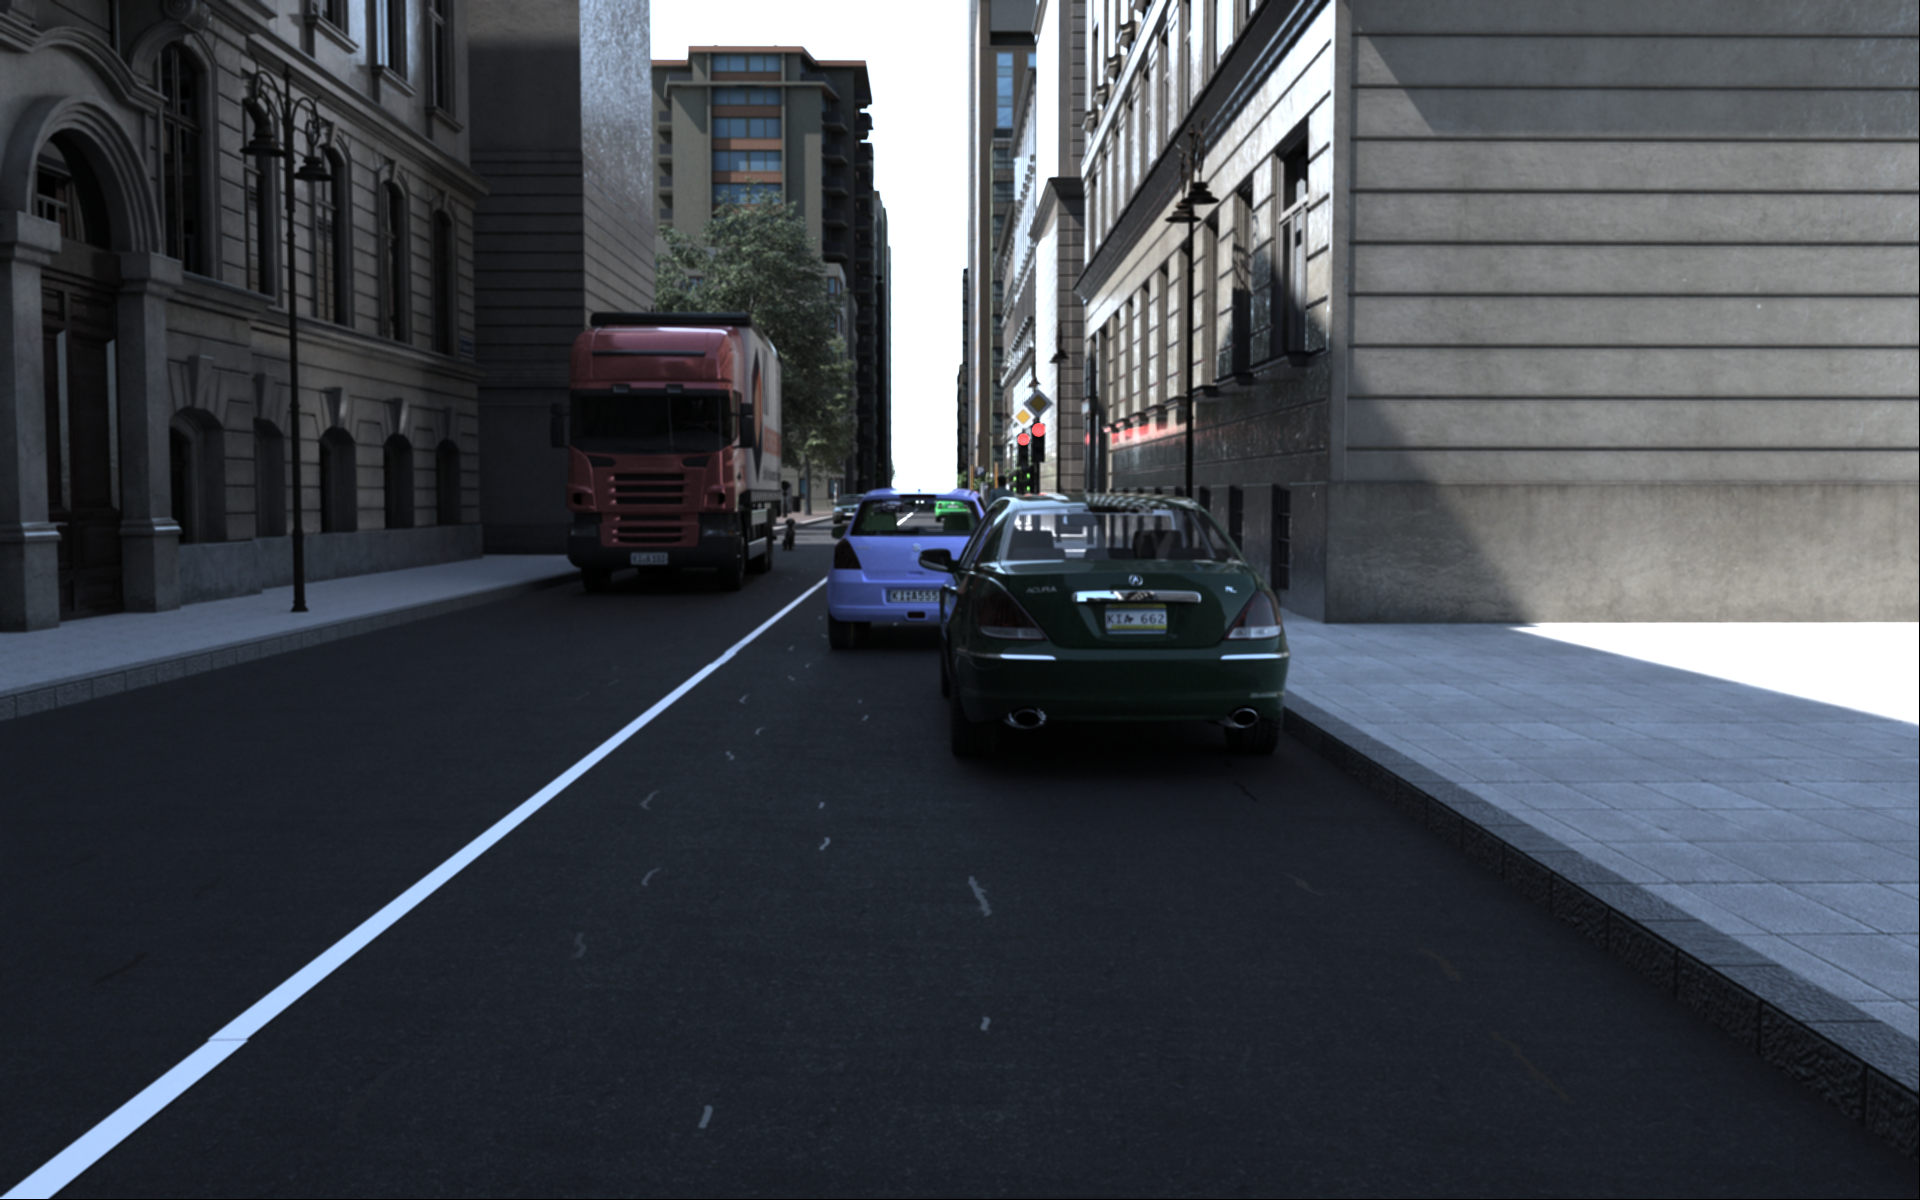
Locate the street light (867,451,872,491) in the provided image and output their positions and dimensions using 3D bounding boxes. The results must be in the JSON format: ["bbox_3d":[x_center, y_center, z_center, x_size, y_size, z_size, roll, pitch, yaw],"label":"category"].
[{"bbox_3d":[-9.300,-12.586,178.560,0.468,5.910,1.993,0,4,-1],"label":"street light"}]

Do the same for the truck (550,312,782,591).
[{"bbox_3d":[-4.548,-2.454,29.041,2.839,4.237,11.283,0,4,-2],"label":"truck"}]

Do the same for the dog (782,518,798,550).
[{"bbox_3d":[-4.302,-1.688,44.435,0.513,0.831,0.800,2,4,24],"label":"dog"}]

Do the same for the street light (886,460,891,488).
[{"bbox_3d":[-10.065,-16.206,237.761,0.468,5.910,1.993,0,4,-1],"label":"street light"}]

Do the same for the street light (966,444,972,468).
[{"bbox_3d":[1.019,-11.277,157.174,0.468,5.910,1.993,0,4,-1],"label":"street light"}]

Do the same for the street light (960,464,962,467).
[{"bbox_3d":[0.373,-14.236,205.545,0.468,5.910,1.993,0,4,-1],"label":"street light"}]

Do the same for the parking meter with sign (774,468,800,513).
[{"bbox_3d":[-11.512,-7.261,114.977,1.738,3.016,0.543,0,4,-4],"label":"parking meter with sign"}]

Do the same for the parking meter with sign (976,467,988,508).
[{"bbox_3d":[1.539,-6.919,109.394,0.543,3.016,1.738,-1,4,-17],"label":"parking meter with sign"}]

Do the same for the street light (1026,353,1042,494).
[{"bbox_3d":[2.417,-5.136,56.767,0.468,5.910,1.993,0,4,-1],"label":"street light"}]

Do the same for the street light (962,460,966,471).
[{"bbox_3d":[0.729,-12.763,181.461,0.468,5.910,1.993,0,4,-1],"label":"street light"}]

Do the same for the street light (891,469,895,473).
[{"bbox_3d":[-10.391,-17.660,261.534,0.468,5.910,1.993,0,4,-1],"label":"street light"}]

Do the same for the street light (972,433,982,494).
[{"bbox_3d":[1.396,-9.811,133.193,0.468,5.910,1.993,0,4,-1],"label":"street light"}]

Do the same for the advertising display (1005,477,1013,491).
[{"bbox_3d":[1.811,-3.621,64.416,0.123,1.923,0.974,-1,4,-8],"label":"advertising display"}]

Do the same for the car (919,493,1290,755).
[{"bbox_3d":[0.807,0.051,10.964,2.131,1.459,4.920,0,4,-2],"label":"car"}]

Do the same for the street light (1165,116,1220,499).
[{"bbox_3d":[2.886,-2.993,21.719,0.468,5.910,1.993,0,4,-1],"label":"street light"}]

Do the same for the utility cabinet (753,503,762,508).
[{"bbox_3d":[-8.316,-3.612,67.728,1.173,1.500,0.318,-1,4,-9],"label":"utility cabinet"}]

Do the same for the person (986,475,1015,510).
[{"bbox_3d":[0.853,-1.670,35.821,0.660,1.820,0.620,-1,4,-22],"label":"person"}]

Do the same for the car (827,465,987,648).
[{"bbox_3d":[-0.358,-0.477,17.387,1.945,1.707,3.694,0,4,1],"label":"car"}]

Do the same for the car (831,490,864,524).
[{"bbox_3d":[-5.186,-4.522,83.717,2.009,1.686,4.222,0,4,0],"label":"car"}]

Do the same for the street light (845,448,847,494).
[{"bbox_3d":[-8.623,-9.668,130.851,0.468,5.910,1.993,0,4,-1],"label":"street light"}]

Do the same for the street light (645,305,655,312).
[{"bbox_3d":[-7.515,-4.264,42.506,0.468,5.910,1.993,0,4,-1],"label":"street light"}]

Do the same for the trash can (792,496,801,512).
[{"bbox_3d":[-11.559,-6.770,122.346,0.748,1.137,0.748,0,3,0],"label":"trash can"}]

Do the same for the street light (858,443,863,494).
[{"bbox_3d":[-8.921,-11.122,154.624,0.468,5.910,1.993,0,4,-1],"label":"street light"}]

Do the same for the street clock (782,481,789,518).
[{"bbox_3d":[-9.548,-5.493,94.384,0.471,2.002,0.358,1,4,21],"label":"street clock"}]

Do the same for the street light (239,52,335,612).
[{"bbox_3d":[-7.211,-2.810,18.733,0.468,5.910,1.993,0,4,-1],"label":"street light"}]

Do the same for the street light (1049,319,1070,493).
[{"bbox_3d":[2.617,-4.469,45.854,0.468,5.910,1.993,0,4,-1],"label":"street light"}]

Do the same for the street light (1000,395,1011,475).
[{"bbox_3d":[2.123,-6.590,80.541,0.468,5.910,1.993,0,4,-1],"label":"street light"}]

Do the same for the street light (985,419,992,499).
[{"bbox_3d":[1.735,-8.068,104.706,0.468,5.910,1.993,0,4,-1],"label":"street light"}]

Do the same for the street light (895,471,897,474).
[{"bbox_3d":[-10.665,-19.114,285.308,0.468,5.910,1.993,0,4,-1],"label":"street light"}]

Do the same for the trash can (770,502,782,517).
[{"bbox_3d":[-10.213,-5.164,96.082,0.748,1.137,0.748,0,3,0],"label":"trash can"}]

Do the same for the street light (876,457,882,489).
[{"bbox_3d":[-9.832,-14.752,213.987,0.468,5.910,1.993,0,4,-1],"label":"street light"}]
